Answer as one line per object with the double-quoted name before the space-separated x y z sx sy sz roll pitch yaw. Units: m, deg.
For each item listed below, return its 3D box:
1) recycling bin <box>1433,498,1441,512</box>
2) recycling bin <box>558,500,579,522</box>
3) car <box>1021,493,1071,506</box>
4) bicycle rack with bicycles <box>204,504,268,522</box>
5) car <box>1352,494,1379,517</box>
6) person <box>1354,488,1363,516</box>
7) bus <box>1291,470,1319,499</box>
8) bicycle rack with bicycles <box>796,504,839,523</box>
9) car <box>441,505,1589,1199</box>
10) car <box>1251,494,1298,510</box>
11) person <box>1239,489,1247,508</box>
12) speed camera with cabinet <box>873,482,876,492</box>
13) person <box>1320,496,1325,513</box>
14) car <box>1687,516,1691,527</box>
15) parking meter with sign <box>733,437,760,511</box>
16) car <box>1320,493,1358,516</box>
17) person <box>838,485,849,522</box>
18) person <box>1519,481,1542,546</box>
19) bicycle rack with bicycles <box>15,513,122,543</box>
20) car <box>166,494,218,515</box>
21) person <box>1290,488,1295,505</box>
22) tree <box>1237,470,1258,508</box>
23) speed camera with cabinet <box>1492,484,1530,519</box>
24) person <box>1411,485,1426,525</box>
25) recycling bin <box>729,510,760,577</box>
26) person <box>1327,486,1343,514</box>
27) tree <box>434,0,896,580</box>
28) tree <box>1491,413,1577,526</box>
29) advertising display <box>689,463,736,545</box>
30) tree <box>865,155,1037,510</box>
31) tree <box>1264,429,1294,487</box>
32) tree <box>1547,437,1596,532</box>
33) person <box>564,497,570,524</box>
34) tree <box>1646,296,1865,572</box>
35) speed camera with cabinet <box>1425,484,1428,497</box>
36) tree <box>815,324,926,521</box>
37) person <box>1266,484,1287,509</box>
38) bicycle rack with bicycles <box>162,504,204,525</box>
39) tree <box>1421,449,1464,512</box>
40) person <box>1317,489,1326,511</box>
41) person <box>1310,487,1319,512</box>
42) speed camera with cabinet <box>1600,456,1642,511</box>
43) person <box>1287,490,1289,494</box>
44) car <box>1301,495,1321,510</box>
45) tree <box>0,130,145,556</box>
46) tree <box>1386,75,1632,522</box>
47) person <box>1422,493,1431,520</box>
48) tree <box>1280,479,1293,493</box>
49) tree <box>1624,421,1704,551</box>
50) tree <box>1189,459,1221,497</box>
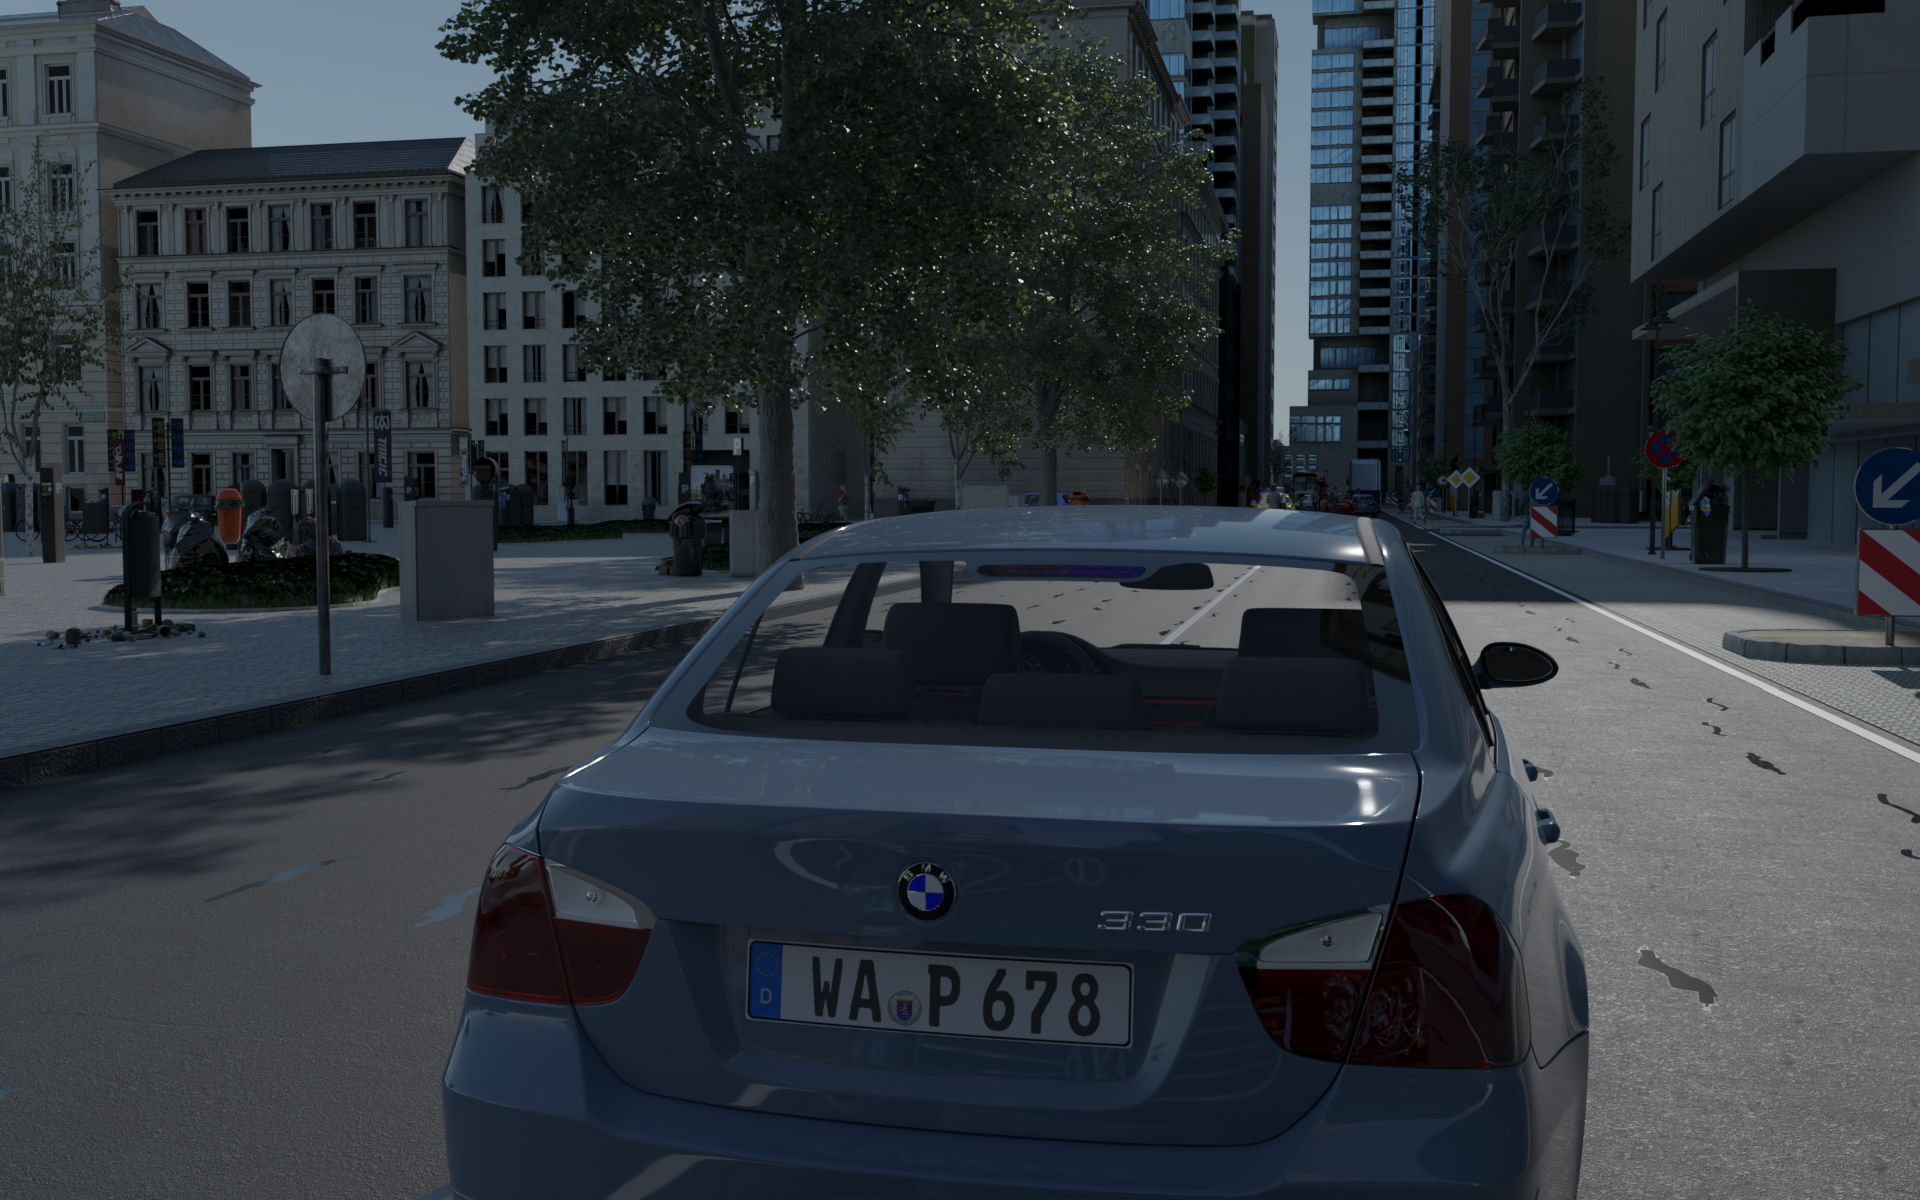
"recycling bin" 33.674 -6.738 122.715 0.722 1.027 0.722 1 4 8
"recycling bin" -17.999 -4.102 79.626 0.722 1.027 0.722 2 4 25
"car" 2.970 -3.773 71.276 3.694 1.707 1.945 1 4 14
"bicycle rack with bicycles" -23.664 -2.775 58.752 2.925 0.926 2.852 -3 4 -36
"car" 25.125 -5.873 108.025 2.014 1.417 4.499 1 4 14
"person" 26.005 -6.415 113.479 0.850 1.850 0.679 3 4 36
"bus" 36.608 -11.769 183.962 2.896 3.916 12.252 1 4 11
"bicycle rack with bicycles" -6.021 -2.944 61.521 2.852 0.926 2.925 -3 4 -38
"car" 0.472 0.470 4.311 2.014 1.417 4.499 1 4 14
"car" 14.031 -4.092 77.128 2.015 1.641 3.980 1 4 13
"person" 15.661 -5.290 95.993 0.522 1.701 0.512 -3 4 -36
"speed camera with cabinet" -5.730 -7.878 123.141 0.660 3.252 2.038 1 4 9
"person" 20.096 -5.106 96.229 0.590 1.304 0.306 -2 4 -30
"car" 30.493 -3.306 66.413 4.827 1.381 2.083 1 4 14
"parking meter with sign" -6.133 -3.517 53.763 1.738 3.016 0.543 -2 4 -35
"car" 22.124 -5.636 101.195 2.155 1.783 4.494 1 4 14
"person" -4.876 -3.927 72.679 0.580 1.828 0.573 3 5 44
"person" 14.983 -2.237 45.428 0.623 1.781 0.721 1 4 21
"bicycle rack with bicycles" -23.803 -2.033 46.615 2.925 0.926 2.852 -1 4 -21
"car" -33.924 -4.208 78.580 4.222 1.686 2.009 1 4 11
"person" 20.552 -6.047 107.375 0.388 1.821 0.555 -2 4 -26
"tree" 22.893 -8.743 137.554 1.663 3.219 1.824 0 3 0
"speed camera with cabinet" 28.125 -5.744 88.252 2.038 3.252 0.660 -2 4 -25
"person" 21.233 -4.390 80.158 0.514 1.842 0.818 -2 4 -26
"recycling bin" -3.226 -0.884 27.013 0.722 1.027 0.722 -1 4 -9
"person" 19.456 -4.997 90.167 0.822 1.834 0.622 3 5 39
"tree" -2.348 -7.104 22.812 9.857 13.997 8.962 0 3 0
"tree" 23.280 -5.290 70.204 4.285 4.588 4.351 0 3 0
"advertising display" -5.194 -1.905 36.362 0.974 1.923 0.123 0 4 -2
"tree" -0.069 -5.342 37.708 4.360 8.622 3.978 0 3 0
"tree" 35.992 -15.096 197.175 4.360 8.622 3.978 0 3 0
"tree" 20.246 -3.891 58.222 1.663 3.219 1.824 0 3 0
"person" -17.344 -3.917 76.826 0.394 1.301 0.425 1 4 19
"tree" 13.242 -2.764 28.910 4.285 4.588 4.351 0 3 0
"speed camera with cabinet" 35.933 -8.455 132.567 0.660 3.252 2.038 1 4 15
"tree" -3.318 -7.059 65.774 4.737 8.622 4.395 0 3 0
"person" 10.840 -3.076 59.144 0.716 1.782 0.532 2 4 29
"bicycle rack with bicycles" -27.470 -2.909 60.952 2.852 0.926 2.925 -1 4 -16
"tree" 35.253 -8.721 126.304 4.285 4.588 4.351 0 3 0
"person" 30.925 -8.575 148.646 1.348 1.831 0.705 -2 4 -24
"person" 21.523 -5.932 105.336 0.661 1.843 0.795 -3 5 -42
"speed camera with cabinet" 34.456 -5.869 90.292 2.038 3.252 0.660 0 4 7
"person" 27.343 -8.292 144.349 0.850 1.792 0.678 1 4 12
"car" 31.071 -8.615 153.215 2.083 1.381 4.827 1 4 11
"tree" -19.223 -5.223 35.766 4.360 8.622 3.978 0 3 0
"tree" 26.319 -13.659 79.221 12.611 20.169 13.585 0 3 0
"person" 25.307 -5.060 93.830 0.503 1.515 0.523 3 5 40
"tree" 41.631 -13.818 220.528 1.663 3.219 1.824 0 3 0
"tree" 16.367 -2.753 39.613 1.663 3.219 1.824 0 3 0
"tree" 13.448 -6.123 94.720 1.663 3.219 1.824 0 3 0
